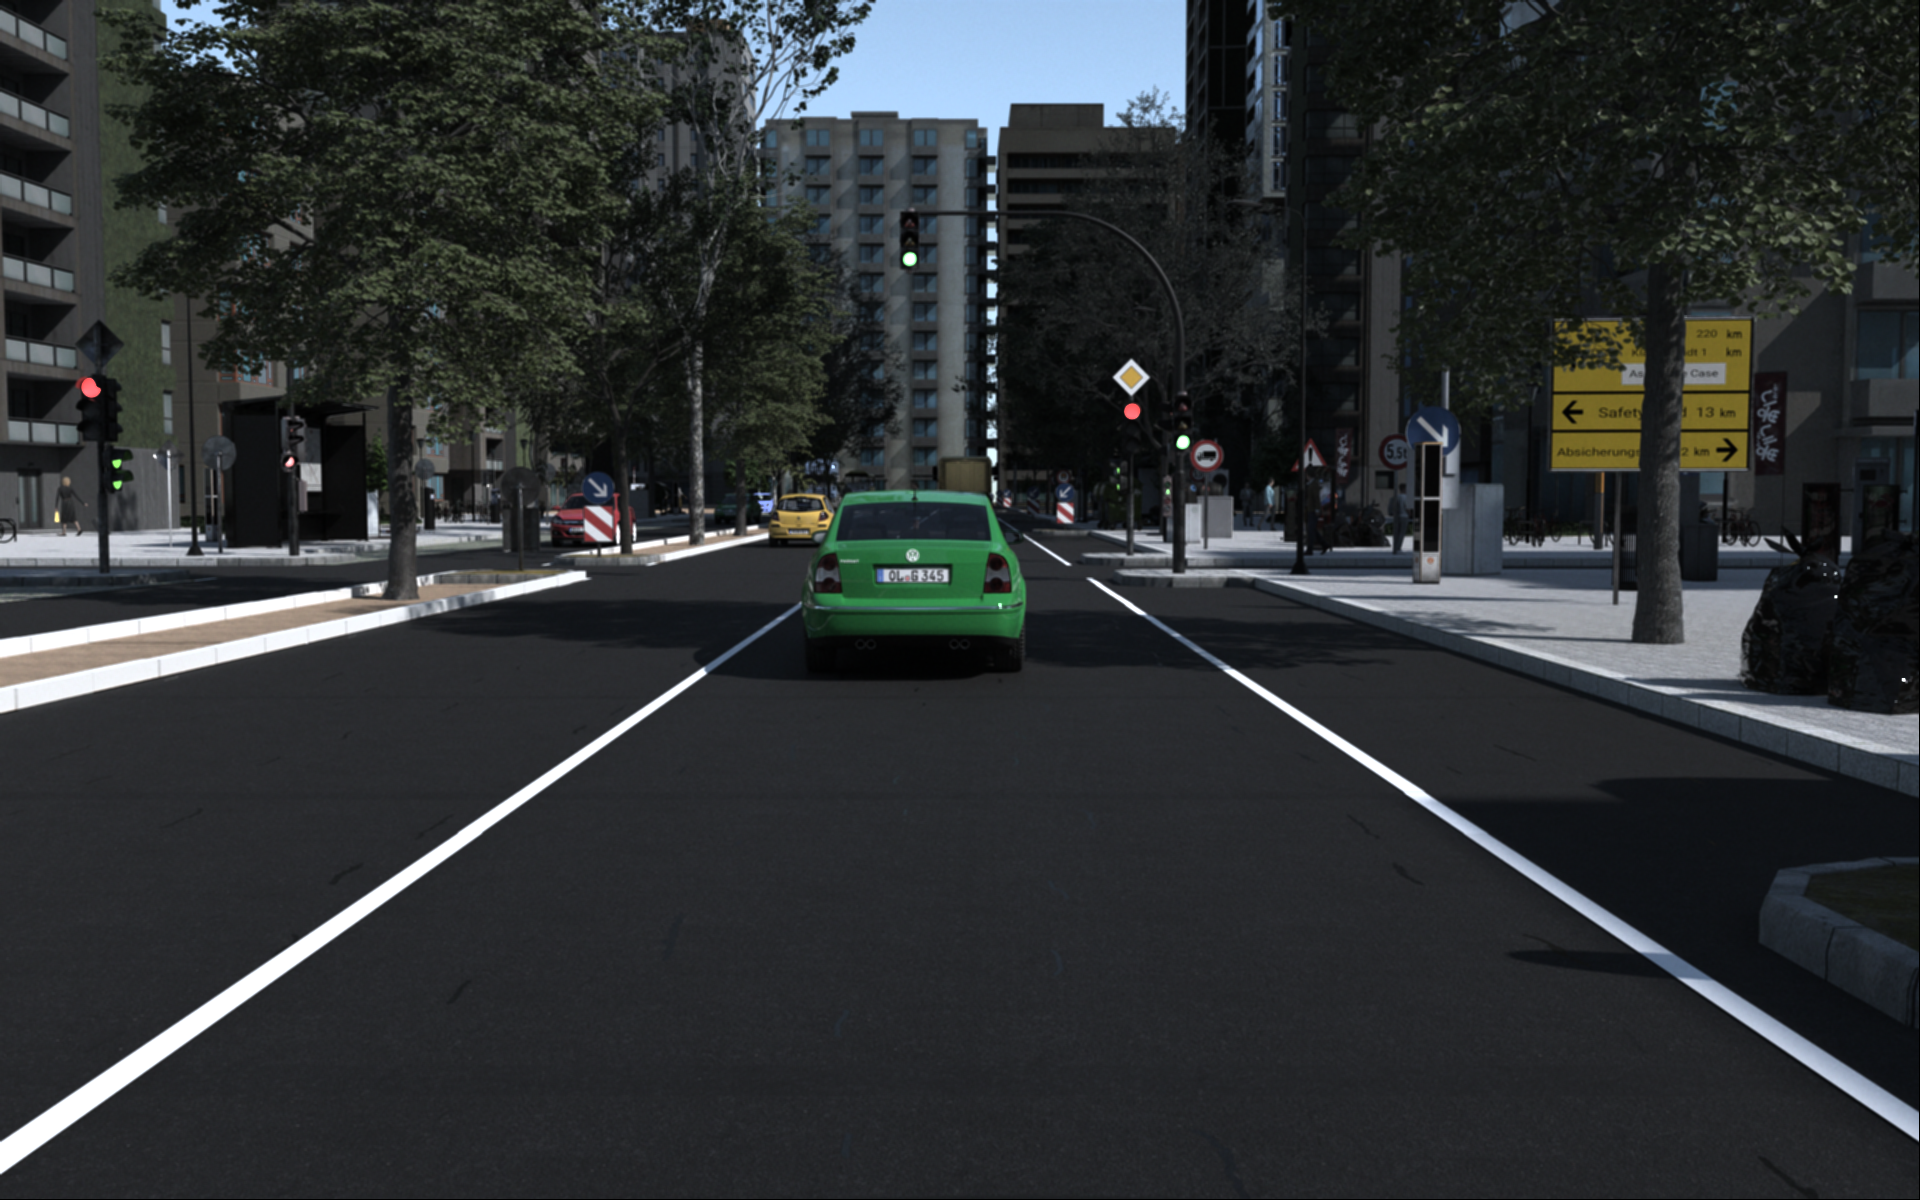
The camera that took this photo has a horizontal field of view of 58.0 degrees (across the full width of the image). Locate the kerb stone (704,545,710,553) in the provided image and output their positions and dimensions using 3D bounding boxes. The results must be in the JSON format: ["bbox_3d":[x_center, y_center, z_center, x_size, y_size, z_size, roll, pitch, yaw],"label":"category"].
[{"bbox_3d":[-6.283,-1.221,42.221,0.120,0.150,1.000,0,3,0],"label":"kerb stone"}]

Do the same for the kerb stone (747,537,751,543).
[{"bbox_3d":[-6.274,-1.726,50.408,0.120,0.150,1.000,0,3,0],"label":"kerb stone"}]

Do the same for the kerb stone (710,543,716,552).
[{"bbox_3d":[-6.284,-1.287,43.246,0.120,0.150,1.000,0,3,0],"label":"kerb stone"}]

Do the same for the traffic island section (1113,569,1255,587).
[{"bbox_3d":[3.557,-0.354,28.066,2.009,0.180,2.903,0,3,0],"label":"traffic island section"}]

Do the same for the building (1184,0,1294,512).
[{"bbox_3d":[30.871,-50.306,135.178,22.319,86.520,31.000,0,3,0],"label":"building"}]

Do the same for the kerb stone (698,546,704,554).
[{"bbox_3d":[-6.282,-1.159,41.199,0.120,0.150,1.000,0,3,0],"label":"kerb stone"}]

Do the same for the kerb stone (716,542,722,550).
[{"bbox_3d":[-6.283,-1.346,44.268,0.120,0.150,1.000,0,3,0],"label":"kerb stone"}]

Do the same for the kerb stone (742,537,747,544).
[{"bbox_3d":[-6.281,-1.663,49.386,0.120,0.150,1.000,0,3,0],"label":"kerb stone"}]

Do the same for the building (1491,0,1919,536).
[{"bbox_3d":[34.986,-27.017,61.338,30.456,49.044,23.786,0,3,0],"label":"building"}]

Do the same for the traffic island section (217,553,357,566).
[{"bbox_3d":[-13.880,-0.843,36.067,2.009,0.180,2.903,0,3,0],"label":"traffic island section"}]

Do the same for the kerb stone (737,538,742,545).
[{"bbox_3d":[-6.282,-1.596,48.364,0.120,0.150,1.000,0,3,0],"label":"kerb stone"}]

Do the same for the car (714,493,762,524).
[{"bbox_3d":[-10.732,-4.590,83.837,1.959,1.807,4.718,0,4,2],"label":"car"}]

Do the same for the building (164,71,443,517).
[{"bbox_3d":[-43.527,-14.711,85.563,27.650,21.520,28.899,0,3,0],"label":"building"}]

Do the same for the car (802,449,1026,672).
[{"bbox_3d":[-0.382,-0.400,15.330,1.959,1.807,4.718,0,4,-1],"label":"car"}]

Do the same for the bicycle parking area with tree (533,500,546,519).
[{"bbox_3d":[-25.398,-6.332,90.527,8.231,4.147,9.016,0,4,1],"label":"bicycle parking area with tree"}]

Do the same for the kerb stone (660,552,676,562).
[{"bbox_3d":[-6.285,-0.912,37.101,0.120,0.150,1.000,0,3,0],"label":"kerb stone"}]

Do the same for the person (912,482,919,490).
[{"bbox_3d":[-1.378,-2.840,54.963,0.581,1.822,0.654,2,4,26],"label":"person"}]

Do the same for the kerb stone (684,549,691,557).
[{"bbox_3d":[-6.288,-1.037,39.153,0.120,0.150,1.000,0,3,0],"label":"kerb stone"}]

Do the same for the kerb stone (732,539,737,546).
[{"bbox_3d":[-6.283,-1.536,47.340,0.120,0.150,1.000,0,3,0],"label":"kerb stone"}]

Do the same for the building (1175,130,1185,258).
[{"bbox_3d":[33.195,-34.593,215.698,14.200,45.320,14.600,0,3,0],"label":"building"}]

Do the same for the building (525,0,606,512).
[{"bbox_3d":[-40.684,-31.295,135.369,21.300,48.544,21.600,0,3,0],"label":"building"}]

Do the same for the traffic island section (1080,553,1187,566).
[{"bbox_3d":[3.562,-0.842,36.051,2.009,0.180,2.903,0,3,0],"label":"traffic island section"}]

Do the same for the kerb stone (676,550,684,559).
[{"bbox_3d":[-6.282,-0.972,38.131,0.120,0.150,1.000,0,3,0],"label":"kerb stone"}]

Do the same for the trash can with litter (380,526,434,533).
[{"bbox_3d":[-18.736,-2.834,57.392,2.233,1.210,1.678,1,4,16],"label":"trash can with litter"}]

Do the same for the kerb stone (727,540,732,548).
[{"bbox_3d":[-6.279,-1.475,46.317,0.120,0.150,1.000,0,3,0],"label":"kerb stone"}]

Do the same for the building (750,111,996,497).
[{"bbox_3d":[-10.730,-36.698,219.622,30.456,49.044,23.786,0,3,0],"label":"building"}]

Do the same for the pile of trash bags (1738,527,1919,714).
[{"bbox_3d":[6.837,-0.063,10.779,3.447,1.369,1.912,0,4,7],"label":"pile of trash bags"}]

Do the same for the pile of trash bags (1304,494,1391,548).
[{"bbox_3d":[9.455,-2.041,43.120,1.912,1.369,3.447,0,4,-1],"label":"pile of trash bags"}]

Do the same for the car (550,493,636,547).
[{"bbox_3d":[-10.196,-2.401,48.300,2.155,1.783,4.494,0,4,-1],"label":"car"}]

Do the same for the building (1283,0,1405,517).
[{"bbox_3d":[26.333,-20.303,103.653,14.160,30.474,14.107,0,3,0],"label":"building"}]

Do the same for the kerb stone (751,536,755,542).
[{"bbox_3d":[-6.279,-1.788,51.434,0.120,0.150,1.000,0,3,0],"label":"kerb stone"}]

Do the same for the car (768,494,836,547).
[{"bbox_3d":[-4.268,-2.304,47.896,2.015,1.641,3.980,0,4,0],"label":"car"}]

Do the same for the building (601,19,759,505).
[{"bbox_3d":[-40.064,-41.405,218.967,28.212,58.520,21.231,0,3,0],"label":"building"}]

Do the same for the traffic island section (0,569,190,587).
[{"bbox_3d":[-13.885,-0.355,28.082,2.009,0.180,2.903,0,3,0],"label":"traffic island section"}]

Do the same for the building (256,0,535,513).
[{"bbox_3d":[-37.870,-26.551,117.705,14.154,41.232,14.086,0,3,0],"label":"building"}]

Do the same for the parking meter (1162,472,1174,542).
[{"bbox_3d":[5.618,-2.475,46.171,0.399,1.863,0.255,3,5,39],"label":"parking meter"}]

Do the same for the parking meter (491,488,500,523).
[{"bbox_3d":[-20.368,-4.132,75.971,0.372,1.533,0.369,0,3,0],"label":"parking meter"}]

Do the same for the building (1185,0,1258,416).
[{"bbox_3d":[30.310,-44.229,161.404,20.563,71.187,20.611,0,3,0],"label":"building"}]

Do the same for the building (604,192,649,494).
[{"bbox_3d":[-37.458,-24.097,165.689,14.107,30.474,14.160,0,3,0],"label":"building"}]

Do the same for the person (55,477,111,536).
[{"bbox_3d":[-26.916,-2.857,52.974,1.509,1.804,0.699,0,4,1],"label":"person"}]

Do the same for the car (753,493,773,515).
[{"bbox_3d":[-13.685,-6.724,119.530,1.945,1.707,3.694,0,3,0],"label":"car"}]

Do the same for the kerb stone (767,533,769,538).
[{"bbox_3d":[-6.272,-2.039,55.537,0.120,0.150,1.000,0,3,0],"label":"kerb stone"}]

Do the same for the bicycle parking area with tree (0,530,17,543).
[{"bbox_3d":[-28.677,-3.448,43.372,9.016,4.147,8.231,1,4,19],"label":"bicycle parking area with tree"}]

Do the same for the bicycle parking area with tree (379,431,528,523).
[{"bbox_3d":[-24.865,-5.609,78.714,8.231,4.147,9.016,0,4,1],"label":"bicycle parking area with tree"}]

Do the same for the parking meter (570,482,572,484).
[{"bbox_3d":[-19.266,-4.944,86.550,0.399,1.863,0.255,-1,4,-18],"label":"parking meter"}]

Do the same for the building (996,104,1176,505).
[{"bbox_3d":[15.297,-36.381,218.525,21.600,48.544,21.300,0,3,0],"label":"building"}]

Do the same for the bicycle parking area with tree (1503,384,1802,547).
[{"bbox_3d":[17.477,-3.572,45.398,8.231,4.147,9.016,1,4,12],"label":"bicycle parking area with tree"}]

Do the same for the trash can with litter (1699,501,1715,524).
[{"bbox_3d":[11.805,-1.049,28.535,1.055,1.170,0.624,0,4,2],"label":"trash can with litter"}]

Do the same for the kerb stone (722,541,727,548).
[{"bbox_3d":[-6.287,-1.413,45.295,0.120,0.150,1.000,0,3,0],"label":"kerb stone"}]

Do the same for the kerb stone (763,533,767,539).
[{"bbox_3d":[-6.280,-1.974,54.514,0.120,0.150,1.000,0,3,0],"label":"kerb stone"}]

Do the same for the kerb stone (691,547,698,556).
[{"bbox_3d":[-6.280,-1.100,40.176,0.120,0.150,1.000,0,3,0],"label":"kerb stone"}]

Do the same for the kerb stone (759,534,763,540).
[{"bbox_3d":[-6.281,-1.914,53.483,0.120,0.150,1.000,0,3,0],"label":"kerb stone"}]

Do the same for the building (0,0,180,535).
[{"bbox_3d":[-35.652,-22.748,55.520,14.154,41.232,14.086,0,3,0],"label":"building"}]

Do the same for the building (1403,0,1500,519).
[{"bbox_3d":[29.486,-26.359,81.085,14.600,45.320,14.200,0,3,0],"label":"building"}]

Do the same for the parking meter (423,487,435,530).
[{"bbox_3d":[-19.076,-3.293,62.244,0.372,1.533,0.369,0,3,0],"label":"parking meter"}]

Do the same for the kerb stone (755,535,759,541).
[{"bbox_3d":[-6.272,-1.851,52.456,0.120,0.150,1.000,0,3,0],"label":"kerb stone"}]
